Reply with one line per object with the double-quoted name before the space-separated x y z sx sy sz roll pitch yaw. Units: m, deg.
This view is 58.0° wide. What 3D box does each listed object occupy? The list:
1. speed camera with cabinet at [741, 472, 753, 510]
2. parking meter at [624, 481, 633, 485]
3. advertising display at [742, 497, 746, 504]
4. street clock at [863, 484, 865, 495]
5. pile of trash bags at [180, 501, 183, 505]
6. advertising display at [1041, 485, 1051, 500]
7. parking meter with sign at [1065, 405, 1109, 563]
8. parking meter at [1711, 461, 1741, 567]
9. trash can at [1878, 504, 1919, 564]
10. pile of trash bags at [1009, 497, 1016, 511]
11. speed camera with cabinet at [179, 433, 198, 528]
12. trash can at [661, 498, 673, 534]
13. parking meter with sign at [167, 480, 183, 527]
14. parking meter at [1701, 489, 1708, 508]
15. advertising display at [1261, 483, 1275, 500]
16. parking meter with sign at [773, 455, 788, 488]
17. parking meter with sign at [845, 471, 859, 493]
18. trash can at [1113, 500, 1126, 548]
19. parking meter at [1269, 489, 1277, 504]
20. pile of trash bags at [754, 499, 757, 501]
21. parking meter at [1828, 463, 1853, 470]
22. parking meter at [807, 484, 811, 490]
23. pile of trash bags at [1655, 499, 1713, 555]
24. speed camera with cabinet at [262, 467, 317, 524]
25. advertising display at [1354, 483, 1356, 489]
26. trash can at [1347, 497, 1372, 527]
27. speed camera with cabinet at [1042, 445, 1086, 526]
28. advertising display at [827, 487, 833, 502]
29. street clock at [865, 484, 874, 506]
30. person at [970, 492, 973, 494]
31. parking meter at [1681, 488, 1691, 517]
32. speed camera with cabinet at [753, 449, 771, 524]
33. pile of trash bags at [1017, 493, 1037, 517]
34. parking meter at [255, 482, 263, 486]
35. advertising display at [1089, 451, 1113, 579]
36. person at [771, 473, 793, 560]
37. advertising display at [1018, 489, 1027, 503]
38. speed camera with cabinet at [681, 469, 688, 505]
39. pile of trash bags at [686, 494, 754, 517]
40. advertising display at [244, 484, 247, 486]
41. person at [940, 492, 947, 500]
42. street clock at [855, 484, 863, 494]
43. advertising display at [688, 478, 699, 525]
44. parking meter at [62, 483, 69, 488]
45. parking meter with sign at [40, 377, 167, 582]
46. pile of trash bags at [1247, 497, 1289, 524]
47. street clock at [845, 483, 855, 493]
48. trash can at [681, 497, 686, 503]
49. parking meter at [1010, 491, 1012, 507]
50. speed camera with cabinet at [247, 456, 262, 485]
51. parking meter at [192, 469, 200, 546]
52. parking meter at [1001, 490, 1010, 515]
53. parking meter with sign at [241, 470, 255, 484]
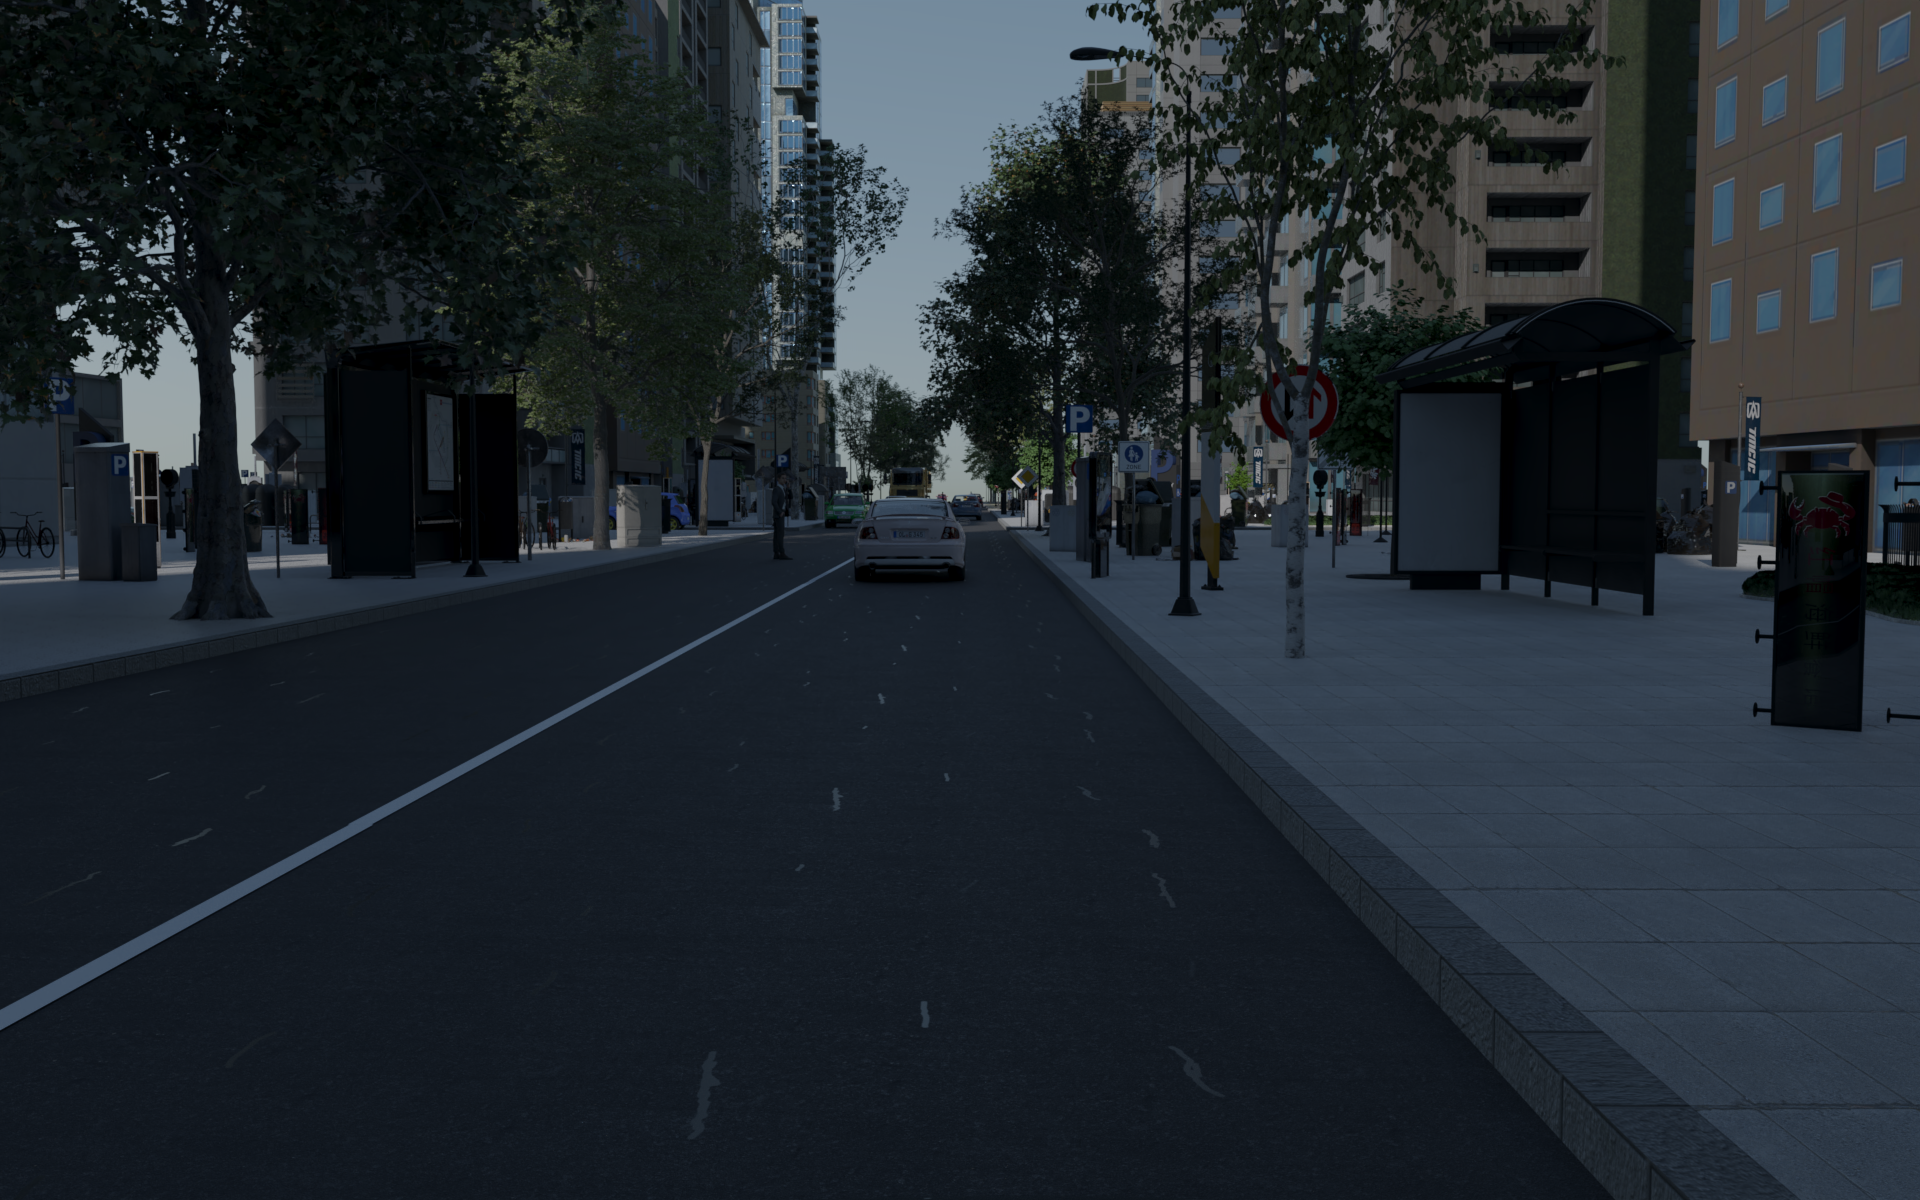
"speed camera with cabinet" -16.851 -8.741 137.247 0.660 3.252 2.038 3 4 38
"parking meter" -15.045 -4.455 78.555 0.399 1.863 0.255 0 4 3
"advertising display" -17.803 -8.380 142.227 0.123 1.923 0.974 -3 5 -43
"street clock" -6.947 -7.467 126.658 0.471 2.002 0.358 -1 4 -17
"pile of trash bags" -63.681 -8.095 142.098 3.447 1.369 1.912 2 4 28
"advertising display" 4.513 -5.298 91.834 0.123 1.923 0.974 -2 4 -31
"parking meter with sign" 2.477 -2.253 33.101 0.543 3.016 1.738 -1 4 -11
"parking meter" 13.490 -1.516 30.493 0.399 1.863 0.255 -1 4 -12
"trash can" 13.092 -0.751 23.940 0.748 1.137 0.748 0 3 0
"pile of trash bags" 4.946 -7.625 134.416 1.912 1.369 3.447 -1 4 -10
"speed camera with cabinet" -25.305 -3.833 57.006 0.660 3.252 2.038 -1 4 -19
"trash can" -9.671 -2.717 56.079 0.748 1.137 0.748 0 3 0
"parking meter with sign" -31.163 -4.368 67.685 1.738 3.016 0.543 0 4 -3
"parking meter" 38.865 -5.022 90.519 0.372 1.533 0.369 0 3 0
"advertising display" 17.912 -5.847 100.817 0.974 1.923 0.123 -2 4 -30
"parking meter with sign" -8.079 -4.960 77.361 0.543 3.016 1.738 -1 4 -16
"parking meter with sign" -8.118 -8.364 133.015 1.738 3.016 0.543 2 4 32
"trash can" 4.045 -1.827 41.522 0.748 1.137 0.748 0 3 0
"parking meter" 16.346 -5.017 90.440 0.372 1.533 0.369 0 3 0
"pile of trash bags" -13.132 -6.892 122.438 1.912 1.369 3.447 3 4 39
"parking meter" 16.536 -1.642 32.557 0.255 1.863 0.399 -2 4 -30
"parking meter" -8.681 -5.812 100.745 0.399 1.863 0.255 3 4 38
"pile of trash bags" 15.160 -1.730 38.042 1.912 1.369 3.447 -2 4 -31
"speed camera with cabinet" -28.887 -4.918 74.751 2.038 3.252 0.660 -1 4 -21
"advertising display" 23.086 -5.824 100.437 0.974 1.923 0.123 -2 4 -34
"trash can" 15.735 -3.427 67.684 0.748 1.137 0.748 0 3 0
"speed camera with cabinet" 4.360 -4.649 70.339 2.038 3.252 0.660 2 4 25
"advertising display" -8.376 -6.490 111.324 0.123 1.923 0.974 -1 4 -23
"street clock" -6.425 -7.390 125.389 0.358 2.002 0.471 1 4 18
"person" 1.666 -15.845 267.439 0.709 1.838 0.599 -3 4 -39
"parking meter" 29.150 -3.739 69.544 0.372 1.533 0.369 0 3 0
"speed camera with cabinet" -8.523 -4.940 75.097 0.660 3.252 2.038 0 4 -8
"pile of trash bags" 4.406 -5.210 94.930 1.912 1.369 3.447 0 4 -4
"parking meter" -34.327 -4.844 84.917 0.255 1.863 0.399 2 4 27
"advertising display" 2.161 -1.309 26.615 0.123 1.923 0.974 1 4 19
"person" -3.885 -1.843 38.002 0.474 1.900 0.648 0 4 -2
"advertising display" 4.961 -8.053 136.878 0.974 1.923 0.123 -3 4 -38
"speed camera with cabinet" -21.931 -8.890 139.686 0.660 3.252 2.038 1 4 11
"pile of trash bags" -13.488 -5.233 95.315 3.447 1.369 1.912 -3 4 -37
"advertising display" -44.105 -6.181 106.281 0.974 1.923 0.123 2 4 26
"person" -2.261 -13.680 232.850 0.721 1.739 1.217 3 5 44
"street clock" -7.486 -7.394 125.454 0.471 2.002 0.358 -1 4 -16
"advertising display" -10.970 -4.054 71.494 0.123 1.923 0.974 1 4 17
"parking meter" -45.657 -5.050 88.285 0.399 1.863 0.255 0 4 2
"parking meter with sign" -12.705 -1.798 25.653 1.738 3.016 0.543 1 4 20
"pile of trash bags" 13.683 -3.944 74.236 1.912 1.369 3.447 -1 4 -21
"street clock" -7.345 -6.708 114.246 0.471 2.002 0.358 -1 4 -19
"trash can" -13.590 -4.407 83.715 0.748 1.137 0.748 0 3 0
"parking meter" 3.951 -7.927 138.009 0.372 1.533 0.369 0 3 0
"speed camera with cabinet" -37.250 -5.835 89.742 2.038 3.252 0.660 -1 4 -12
"parking meter" -17.798 -2.141 40.716 0.255 1.863 0.399 3 4 38
"parking meter" 2.747 -6.115 108.394 0.372 1.533 0.369 0 3 0
"parking meter with sign" -56.086 -8.594 136.764 0.543 3.016 1.738 -3 5 -45
